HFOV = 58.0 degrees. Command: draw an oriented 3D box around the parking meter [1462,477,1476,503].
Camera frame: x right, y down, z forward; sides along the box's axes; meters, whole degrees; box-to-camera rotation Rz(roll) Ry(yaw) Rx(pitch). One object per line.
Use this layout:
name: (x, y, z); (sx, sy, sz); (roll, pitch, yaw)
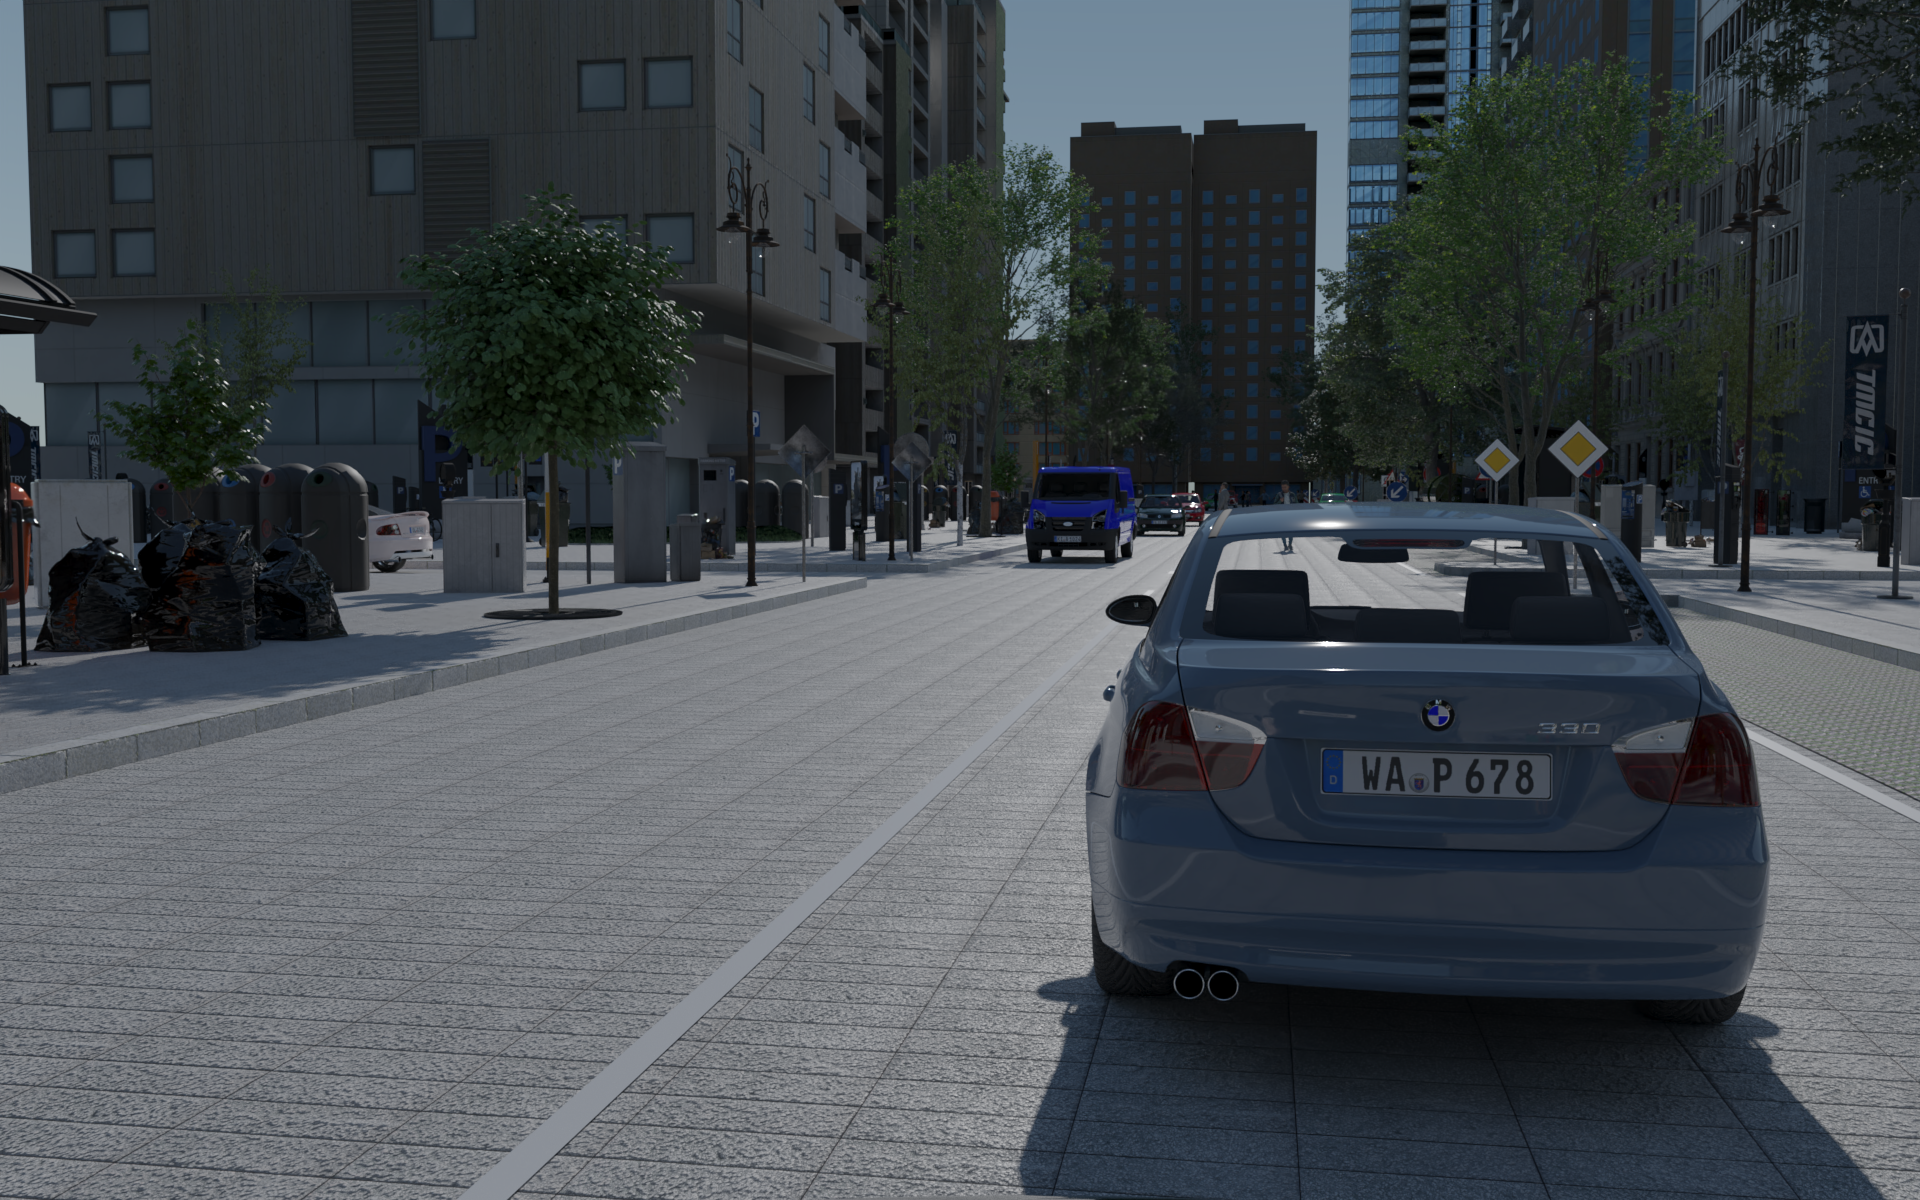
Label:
parking meter: (17.107, -3.215, 58.269); (0.399, 1.863, 0.255); (3, 4, 36)

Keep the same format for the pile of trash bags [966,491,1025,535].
pile of trash bags: (1.112, -2.784, 55.275); (1.912, 1.369, 3.447); (0, 4, 2)

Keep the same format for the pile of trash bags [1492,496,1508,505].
pile of trash bags: (21.762, -3.606, 68.711); (3.447, 1.369, 1.912); (0, 4, -6)

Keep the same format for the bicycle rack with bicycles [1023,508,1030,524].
bicycle rack with bicycles: (3.151, -3.673, 73.434); (2.852, 0.926, 2.925); (-2, 4, -28)

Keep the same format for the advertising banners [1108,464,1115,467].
advertising banners: (8.397, -6.519, 102.773); (0.090, 3.025, 2.074); (-3, 5, -42)

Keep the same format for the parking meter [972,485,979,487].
parking meter: (0.970, -6.188, 106.890); (0.399, 1.863, 0.255); (2, 4, 29)

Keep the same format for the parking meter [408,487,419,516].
parking meter: (-18.366, -3.052, 58.306); (0.372, 1.533, 0.369); (0, 3, 0)

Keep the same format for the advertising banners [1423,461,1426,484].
advertising banners: (23.080, -5.329, 83.318); (2.074, 3.025, 0.090); (-1, 4, -17)

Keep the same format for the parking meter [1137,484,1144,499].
parking meter: (10.505, -5.819, 100.845); (0.399, 1.863, 0.255); (1, 4, 10)

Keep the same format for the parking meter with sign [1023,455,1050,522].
parking meter with sign: (3.195, -5.019, 78.322); (1.738, 3.016, 0.543); (0, 4, 8)

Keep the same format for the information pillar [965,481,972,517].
information pillar: (0.482, -5.702, 97.719); (0.304, 2.012, 0.304); (-3, 5, -42)

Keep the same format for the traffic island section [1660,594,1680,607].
traffic island section: (8.340, -0.071, 23.438); (2.009, 0.180, 2.903); (1, 4, 10)

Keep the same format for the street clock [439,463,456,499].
street clock: (-11.958, -2.194, 40.448); (0.358, 2.002, 0.471); (-3, 4, -36)

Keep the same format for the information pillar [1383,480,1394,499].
information pillar: (22.408, -5.245, 90.241); (0.304, 2.012, 0.304); (-1, 4, -22)

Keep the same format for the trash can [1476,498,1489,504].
trash can: (19.292, -3.210, 64.139); (0.748, 1.137, 0.748); (0, 3, 0)

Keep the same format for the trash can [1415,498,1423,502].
trash can: (17.405, -3.260, 64.953); (0.748, 1.137, 0.748); (0, 3, 0)

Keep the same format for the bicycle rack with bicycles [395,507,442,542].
bicycle rack with bicycles: (-15.153, -2.015, 46.325); (2.852, 0.926, 2.925); (3, 5, 40)

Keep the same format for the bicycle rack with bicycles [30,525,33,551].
bicycle rack with bicycles: (-21.046, -1.560, 38.888); (2.852, 0.926, 2.925); (0, 4, -4)

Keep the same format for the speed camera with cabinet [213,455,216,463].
speed camera with cabinet: (-24.070, -3.879, 57.759); (2.038, 3.252, 0.660); (0, 4, -1)

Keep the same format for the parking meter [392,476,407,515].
parking meter: (-17.954, -3.047, 55.534); (0.399, 1.863, 0.255); (-2, 4, -35)

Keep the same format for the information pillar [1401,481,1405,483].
information pillar: (24.539, -5.626, 96.471); (0.304, 2.012, 0.304); (3, 5, 44)

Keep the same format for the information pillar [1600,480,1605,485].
information pillar: (33.092, -5.175, 89.098); (0.304, 2.012, 0.304); (0, 4, -1)

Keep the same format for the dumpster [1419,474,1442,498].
dumpster: (21.995, -4.727, 79.776); (1.502, 2.255, 1.985); (1, 4, 10)

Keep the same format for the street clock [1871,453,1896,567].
street clock: (16.262, -1.582, 30.437); (0.471, 2.002, 0.358); (2, 4, 34)

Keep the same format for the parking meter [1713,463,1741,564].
parking meter: (14.049, -1.590, 31.706); (0.255, 1.863, 0.399); (-2, 4, -32)

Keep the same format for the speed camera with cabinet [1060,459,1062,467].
speed camera with cabinet: (5.612, -6.436, 99.571); (0.660, 3.252, 2.038); (0, 4, 3)

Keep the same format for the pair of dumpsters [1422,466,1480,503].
pair of dumpsters: (17.367, -3.594, 61.258); (1.574, 2.255, 4.437); (1, 4, 10)

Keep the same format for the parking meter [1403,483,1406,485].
parking meter: (23.580, -5.313, 92.579); (0.255, 1.863, 0.399); (-3, 4, -36)

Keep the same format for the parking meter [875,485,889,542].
parking meter: (-2.087, -2.338, 46.636); (0.372, 1.533, 0.369); (0, 3, 0)

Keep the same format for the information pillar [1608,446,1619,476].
information pillar: (31.698, -5.672, 84.091); (0.504, 3.616, 0.183); (3, 4, 37)

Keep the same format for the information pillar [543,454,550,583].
information pillar: (-5.954, -2.058, 25.003); (0.183, 3.616, 0.504); (-1, 4, -15)

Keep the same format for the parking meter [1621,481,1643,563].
parking meter: (12.606, -1.474, 32.513); (0.372, 1.533, 0.369); (0, 3, 0)

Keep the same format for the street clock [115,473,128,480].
street clock: (-28.729, -3.354, 59.415); (0.471, 2.002, 0.358); (3, 5, 39)

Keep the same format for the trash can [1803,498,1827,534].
trash can: (27.515, -2.698, 55.762); (0.748, 1.137, 0.748); (0, 3, 0)

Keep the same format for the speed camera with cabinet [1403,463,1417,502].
speed camera with cabinet: (26.408, -6.586, 102.012); (2.038, 3.252, 0.660); (-3, 5, -40)

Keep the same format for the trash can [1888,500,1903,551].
trash can: (21.443, -1.691, 39.294); (0.748, 1.137, 0.748); (0, 3, 0)

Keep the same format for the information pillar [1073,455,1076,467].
information pillar: (6.856, -6.864, 103.585); (0.183, 3.616, 0.504); (1, 4, 19)

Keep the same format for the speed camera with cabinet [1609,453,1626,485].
speed camera with cabinet: (30.603, -5.371, 82.150); (2.038, 3.252, 0.660); (-2, 4, -24)

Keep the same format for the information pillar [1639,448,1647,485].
information pillar: (34.969, -5.953, 88.682); (0.183, 3.616, 0.504); (-1, 4, -18)

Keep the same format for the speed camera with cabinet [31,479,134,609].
speed camera with cabinet: (-10.416, -1.530, 19.351); (2.038, 3.252, 0.660); (-2, 4, -32)

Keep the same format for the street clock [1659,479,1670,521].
street clock: (33.511, -4.764, 82.454); (0.471, 2.002, 0.358); (1, 4, 15)

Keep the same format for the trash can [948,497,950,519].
trash can: (-0.321, -4.742, 89.185); (0.748, 1.137, 0.748); (0, 3, 0)

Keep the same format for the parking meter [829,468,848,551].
parking meter: (-2.755, -2.045, 39.146); (0.399, 1.863, 0.255); (-1, 4, -15)

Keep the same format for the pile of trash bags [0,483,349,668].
pile of trash bags: (-6.778, -0.276, 14.263); (1.912, 1.369, 3.447); (1, 4, 17)

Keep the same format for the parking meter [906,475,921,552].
parking meter: (-1.022, -2.003, 38.459); (0.255, 1.863, 0.399); (1, 4, 15)

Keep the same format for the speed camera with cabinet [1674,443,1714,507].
speed camera with cabinet: (28.365, -4.386, 66.044); (2.038, 3.252, 0.660); (0, 4, -2)

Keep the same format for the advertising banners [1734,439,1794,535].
advertising banners: (25.192, -3.557, 54.344); (0.090, 3.025, 2.074); (-2, 4, -31)

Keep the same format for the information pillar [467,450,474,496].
information pillar: (-16.764, -4.128, 58.847); (0.504, 3.616, 0.183); (0, 4, 4)
